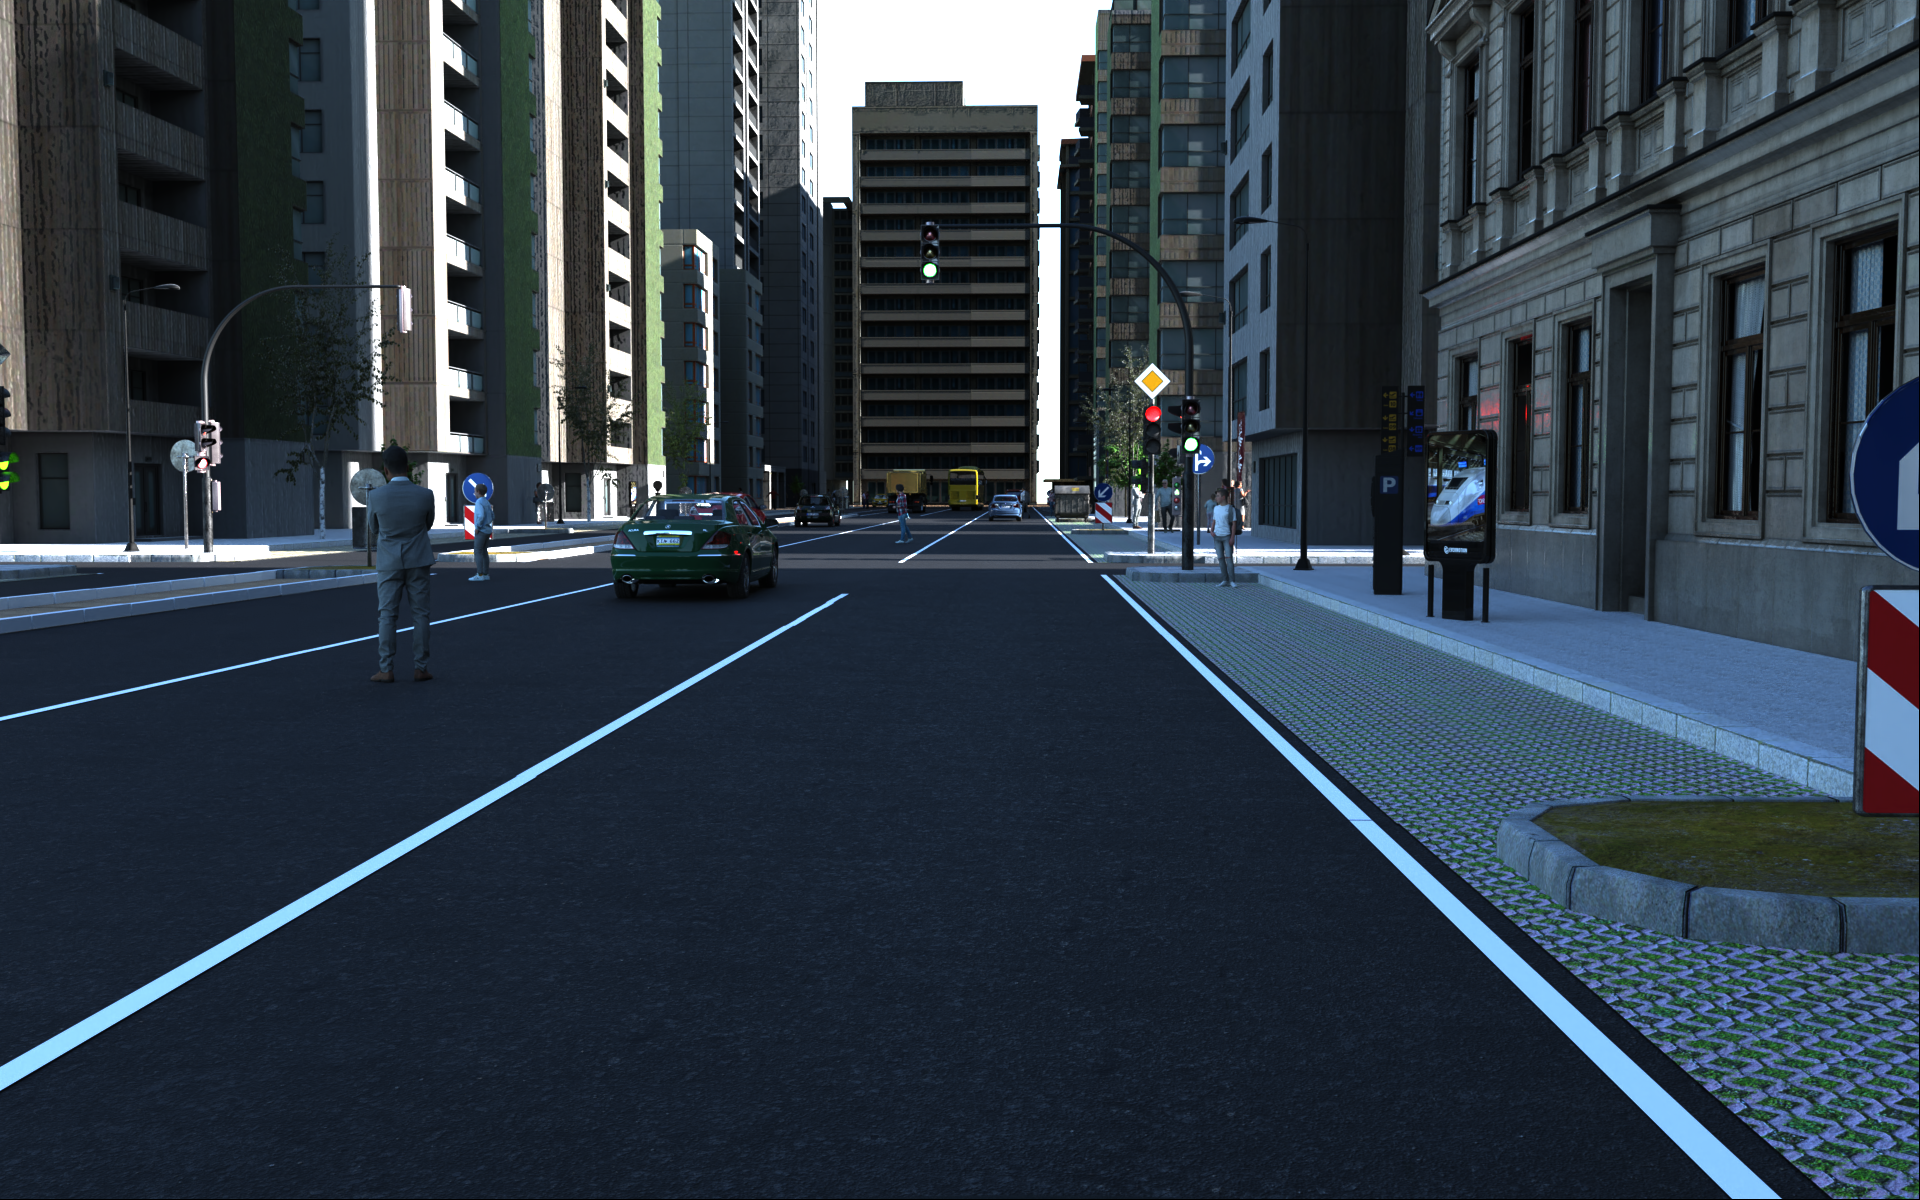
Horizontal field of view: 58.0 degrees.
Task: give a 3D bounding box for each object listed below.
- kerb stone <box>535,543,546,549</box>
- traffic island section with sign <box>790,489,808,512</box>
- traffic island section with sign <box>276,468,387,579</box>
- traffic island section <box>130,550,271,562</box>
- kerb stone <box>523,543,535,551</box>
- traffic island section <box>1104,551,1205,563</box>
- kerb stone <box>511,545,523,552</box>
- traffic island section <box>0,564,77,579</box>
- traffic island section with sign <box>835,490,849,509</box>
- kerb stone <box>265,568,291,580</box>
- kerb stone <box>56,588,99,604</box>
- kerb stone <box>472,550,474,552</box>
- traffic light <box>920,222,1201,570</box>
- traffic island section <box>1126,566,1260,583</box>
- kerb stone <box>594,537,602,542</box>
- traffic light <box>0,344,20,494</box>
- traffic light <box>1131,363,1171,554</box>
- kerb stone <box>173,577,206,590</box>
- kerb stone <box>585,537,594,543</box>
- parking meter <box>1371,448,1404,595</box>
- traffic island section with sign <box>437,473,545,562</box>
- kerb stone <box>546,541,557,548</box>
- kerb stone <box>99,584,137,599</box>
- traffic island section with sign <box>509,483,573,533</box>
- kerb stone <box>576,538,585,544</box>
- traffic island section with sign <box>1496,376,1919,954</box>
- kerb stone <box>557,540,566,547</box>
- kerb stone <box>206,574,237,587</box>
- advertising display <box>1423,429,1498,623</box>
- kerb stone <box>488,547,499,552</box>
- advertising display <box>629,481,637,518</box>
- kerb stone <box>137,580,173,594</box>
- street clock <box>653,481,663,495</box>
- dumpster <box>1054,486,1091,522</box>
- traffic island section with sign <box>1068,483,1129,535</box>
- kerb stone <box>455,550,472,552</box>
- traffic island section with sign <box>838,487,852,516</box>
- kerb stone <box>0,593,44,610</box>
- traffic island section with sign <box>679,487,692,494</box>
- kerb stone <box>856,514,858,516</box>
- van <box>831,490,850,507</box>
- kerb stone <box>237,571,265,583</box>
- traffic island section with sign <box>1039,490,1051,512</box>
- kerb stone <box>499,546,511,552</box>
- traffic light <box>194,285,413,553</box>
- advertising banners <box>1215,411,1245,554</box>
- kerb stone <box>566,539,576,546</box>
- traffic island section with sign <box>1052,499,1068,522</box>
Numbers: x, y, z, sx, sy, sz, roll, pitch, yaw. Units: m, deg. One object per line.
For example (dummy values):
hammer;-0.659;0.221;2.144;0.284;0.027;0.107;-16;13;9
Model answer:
kerb stone;-11.021;-1.393;44.972;0.120;0.150;1.000;0;4;2
traffic island section with sign;-12.673;-8.067;140.526;1.989;1.847;2.006;0;4;2
traffic island section with sign;-10.471;-1.338;30.019;2.006;1.907;1.989;0;4;2
traffic island section;-16.495;-0.960;37.980;2.009;0.180;2.903;0;4;2
kerb stone;-11.052;-1.331;43.950;0.120;0.150;1.000;0;4;2
traffic island section;4.134;-0.917;37.274;2.009;0.180;2.903;0;4;2
kerb stone;-11.086;-1.264;42.927;0.120;0.150;1.000;0;4;2
traffic island section;-16.768;-0.472;30.000;2.009;0.180;2.903;0;4;2
traffic island section with sign;-11.740;-9.715;167.466;1.989;1.847;2.006;0;4;2
kerb stone;-11.564;-0.423;29.116;0.120;0.150;1.000;0;4;2
kerb stone;-11.766;-0.046;22.950;0.120;0.150;1.000;0;4;2
kerb stone;-11.196;-1.079;39.862;0.120;0.150;1.000;0;4;2
traffic light;1.728;-3.330;29.110;4.771;5.953;1.251;0;4;2
traffic island section;3.861;-0.429;29.293;2.009;0.180;2.903;0;4;2
kerb stone;-10.809;-1.769;51.125;0.120;0.150;1.000;0;4;2
traffic light;-16.728;-2.504;29.864;0.839;4.253;0.868;0;4;2
traffic light;4.094;-2.950;37.161;0.839;4.253;0.868;0;4;2
kerb stone;-11.668;-0.235;26.038;0.120;0.150;1.000;0;4;2
kerb stone;-10.839;-1.707;50.103;0.120;0.150;1.000;0;4;2
parking meter;5.448;-1.003;22.108;0.399;1.863;0.255;1;4;11
traffic island section with sign;-10.208;-1.791;37.422;2.006;1.907;1.989;0;4;2
kerb stone;-10.977;-1.448;46.007;0.120;0.150;1.000;0;4;2
kerb stone;-11.738;-0.103;23.974;0.120;0.150;1.000;0;4;2
traffic island section with sign;-15.294;-3.358;63.528;1.989;1.847;2.006;0;4;2
kerb stone;-10.885;-1.644;49.075;0.120;0.150;1.000;0;4;2
traffic island section with sign;3.088;0.142;6.299;1.989;1.847;2.006;0;4;2
kerb stone;-10.955;-1.517;47.028;0.120;0.150;1.000;0;4;2
kerb stone;-11.623;-0.298;27.066;0.120;0.150;1.000;0;4;2
advertising display;5.086;-0.761;17.649;0.123;1.923;0.974;-2;4;-23
kerb stone;-11.154;-1.143;40.884;0.120;0.150;1.000;0;4;2
advertising display;-16.430;-4.999;86.947;0.123;1.923;0.974;0;4;5
kerb stone;-11.707;-0.169;25.010;0.120;0.150;1.000;0;4;2
street clock;-16.336;-5.449;93.658;0.471;2.002;0.358;1;4;10
dumpster;5.642;-4.848;87.478;1.865;1.857;1.264;0;4;1
traffic island section with sign;4.978;-3.256;61.858;1.989;1.847;2.006;0;4;2
kerb stone;-11.220;-1.018;38.840;0.120;0.150;1.000;0;4;2
traffic island section with sign;-7.654;-6.384;112.517;2.006;1.907;1.989;0;4;2
kerb stone;-11.809;0.017;21.920;0.120;0.150;1.000;0;4;2
traffic island section with sign;-14.370;-5.006;90.475;1.989;1.847;2.006;0;4;2
kerb stone;-6.714;-5.340;109.498;0.120;0.150;1.000;0;4;2
van;-11.872;-10.012;170.709;2.013;2.044;4.112;0;4;2
kerb stone;-11.588;-0.356;28.089;0.120;0.150;1.000;0;4;2
traffic island section with sign;8.561;-9.670;166.733;1.989;1.847;2.006;0;4;2
kerb stone;-11.131;-1.203;41.906;0.120;0.150;1.000;0;4;2
traffic light;-14.362;-3.862;37.808;4.771;5.953;1.251;0;4;2
advertising banners;5.833;-2.522;37.415;0.090;3.025;2.074;0;4;-7
kerb stone;-10.913;-1.581;48.050;0.120;0.150;1.000;0;4;2
traffic island section with sign;5.907;-4.925;89.154;1.989;1.847;2.006;0;4;2
